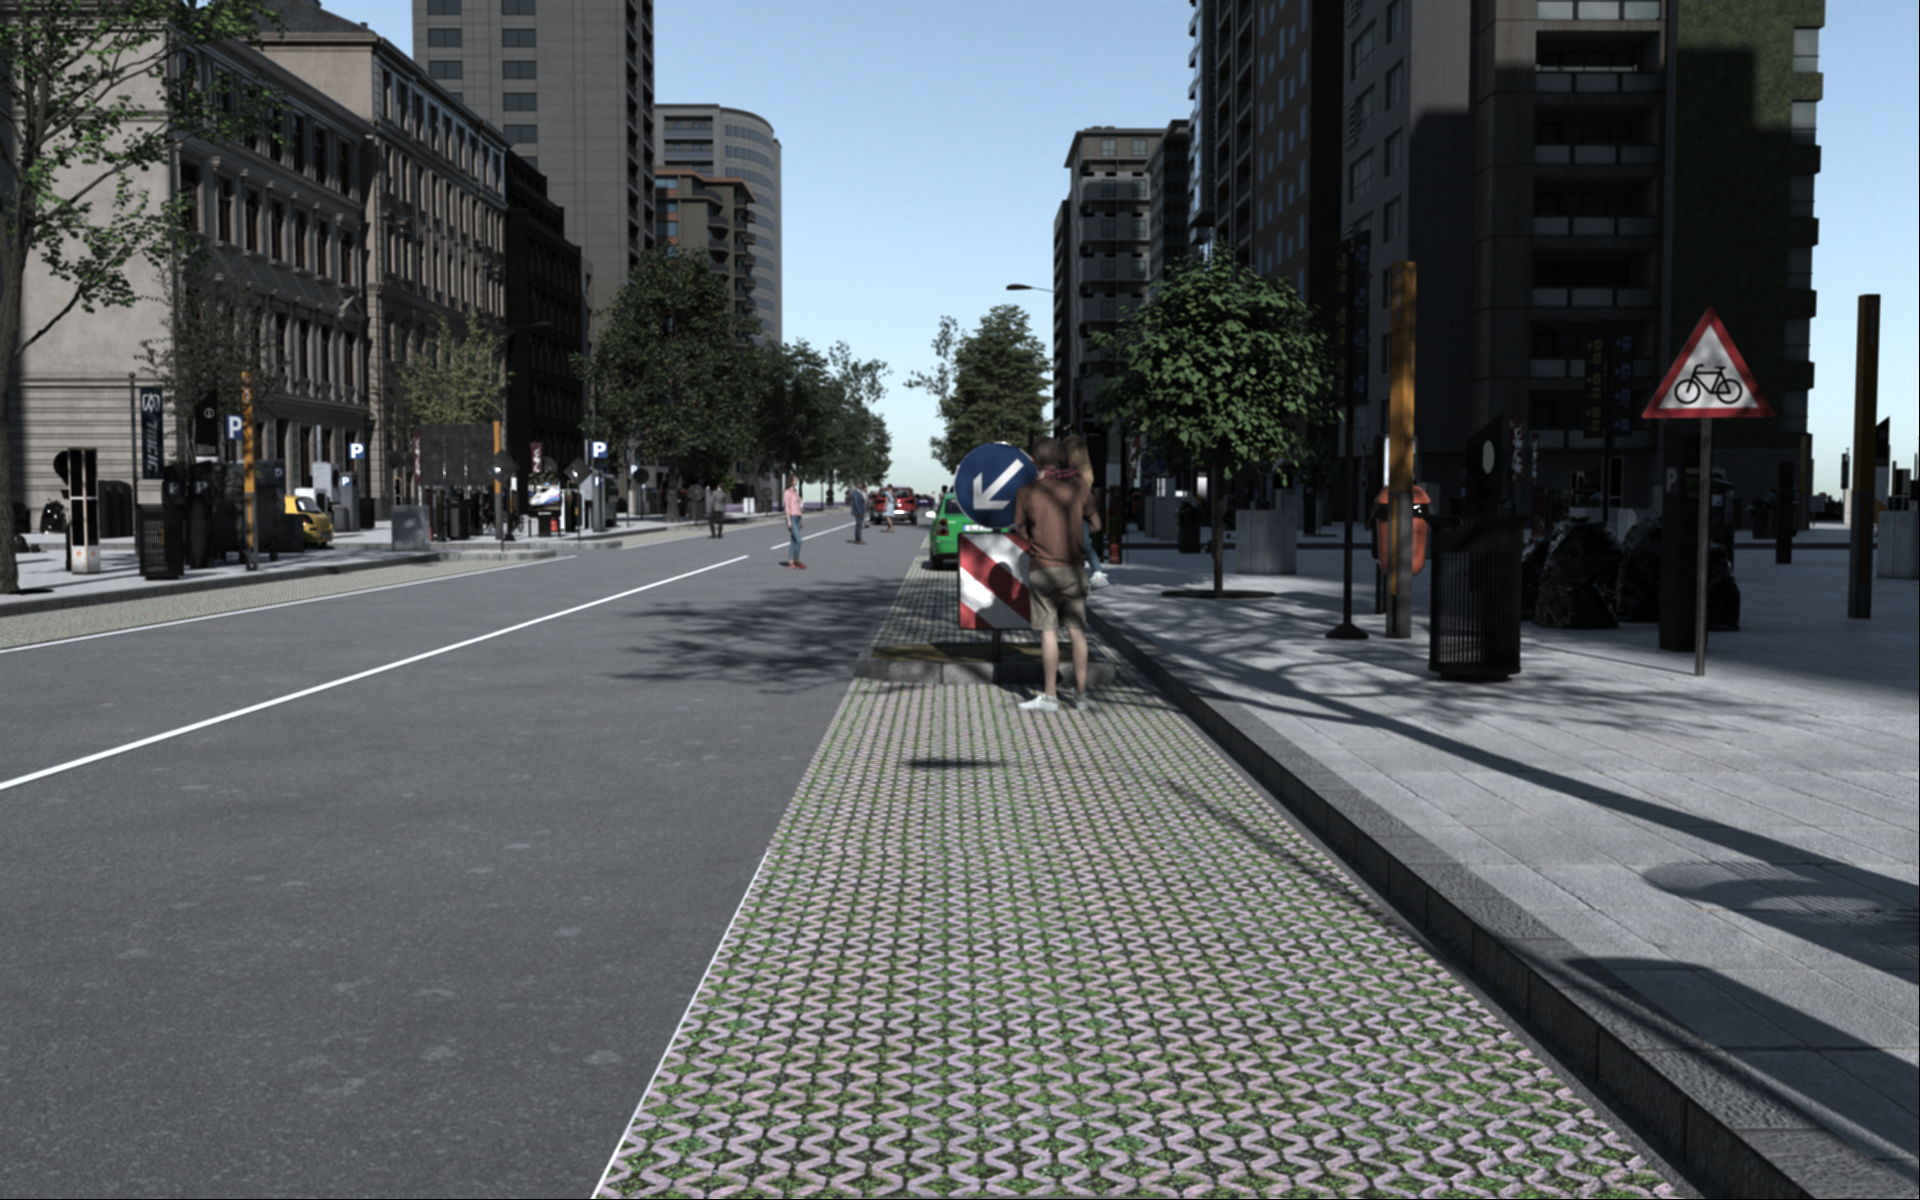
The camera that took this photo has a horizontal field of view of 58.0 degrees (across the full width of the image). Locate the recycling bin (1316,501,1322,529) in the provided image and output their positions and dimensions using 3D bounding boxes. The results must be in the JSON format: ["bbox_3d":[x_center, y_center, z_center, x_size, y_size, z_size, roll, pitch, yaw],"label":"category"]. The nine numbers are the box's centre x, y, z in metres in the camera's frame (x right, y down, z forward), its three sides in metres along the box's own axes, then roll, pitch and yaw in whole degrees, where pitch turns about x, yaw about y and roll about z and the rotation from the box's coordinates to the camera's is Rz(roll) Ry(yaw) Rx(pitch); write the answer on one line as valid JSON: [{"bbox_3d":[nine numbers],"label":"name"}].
[{"bbox_3d":[13.101,-3.187,64.659,0.722,1.027,0.722,1,4,23],"label":"recycling bin"}]

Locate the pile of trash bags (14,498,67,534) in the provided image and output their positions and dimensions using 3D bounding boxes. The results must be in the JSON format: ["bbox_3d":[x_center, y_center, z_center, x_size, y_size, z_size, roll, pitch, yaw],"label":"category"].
[{"bbox_3d":[-30.939,-2.864,56.582,3.447,1.369,1.912,-1,4,-12],"label":"pile of trash bags"}]

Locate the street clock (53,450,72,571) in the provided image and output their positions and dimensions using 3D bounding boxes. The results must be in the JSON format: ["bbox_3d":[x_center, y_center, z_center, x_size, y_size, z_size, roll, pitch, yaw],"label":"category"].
[{"bbox_3d":[-14.807,-1.488,28.895,0.471,2.002,0.358,0,4,-2],"label":"street clock"}]

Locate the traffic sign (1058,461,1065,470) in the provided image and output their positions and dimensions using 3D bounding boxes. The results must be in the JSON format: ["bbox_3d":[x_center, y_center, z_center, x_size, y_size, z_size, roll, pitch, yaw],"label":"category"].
[{"bbox_3d":[3.830,-3.997,65.458,0.768,2.556,0.104,0,4,1],"label":"traffic sign"}]

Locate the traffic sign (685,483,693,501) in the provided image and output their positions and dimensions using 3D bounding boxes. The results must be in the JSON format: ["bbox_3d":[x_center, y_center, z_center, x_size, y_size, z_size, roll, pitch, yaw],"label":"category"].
[{"bbox_3d":[-14.733,-5.827,95.278,0.884,2.594,0.081,0,4,7],"label":"traffic sign"}]

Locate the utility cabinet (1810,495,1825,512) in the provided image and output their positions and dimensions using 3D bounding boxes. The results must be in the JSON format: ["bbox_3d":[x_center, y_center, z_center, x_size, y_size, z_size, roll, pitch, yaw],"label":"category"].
[{"bbox_3d":[46.963,-5.138,95.170,1.020,1.237,0.306,0,4,-2],"label":"utility cabinet"}]

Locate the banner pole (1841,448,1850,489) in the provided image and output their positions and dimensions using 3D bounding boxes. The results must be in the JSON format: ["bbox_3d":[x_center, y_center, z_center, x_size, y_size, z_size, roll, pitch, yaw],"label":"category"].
[{"bbox_3d":[48.018,-6.360,94.000,0.401,3.779,0.863,0,4,1],"label":"banner pole"}]

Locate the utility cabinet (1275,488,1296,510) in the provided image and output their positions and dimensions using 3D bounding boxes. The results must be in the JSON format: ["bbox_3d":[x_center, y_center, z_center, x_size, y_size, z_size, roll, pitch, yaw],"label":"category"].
[{"bbox_3d":[12.955,-3.691,69.028,0.318,1.500,1.173,3,4,38],"label":"utility cabinet"}]

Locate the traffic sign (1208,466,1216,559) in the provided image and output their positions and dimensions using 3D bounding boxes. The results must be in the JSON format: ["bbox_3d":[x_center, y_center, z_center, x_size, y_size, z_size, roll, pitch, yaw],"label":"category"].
[{"bbox_3d":[5.024,-2.099,34.315,0.884,2.594,0.081,0,4,5],"label":"traffic sign"}]

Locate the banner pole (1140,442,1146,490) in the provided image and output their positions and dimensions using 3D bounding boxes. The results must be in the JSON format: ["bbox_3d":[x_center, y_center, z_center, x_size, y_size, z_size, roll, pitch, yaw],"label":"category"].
[{"bbox_3d":[8.807,-5.715,83.458,0.401,3.779,0.863,-1,4,-22],"label":"banner pole"}]

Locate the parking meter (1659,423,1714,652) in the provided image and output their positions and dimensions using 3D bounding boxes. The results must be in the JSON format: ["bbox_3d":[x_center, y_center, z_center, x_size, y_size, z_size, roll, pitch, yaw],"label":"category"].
[{"bbox_3d":[5.928,-0.516,14.143,0.255,1.863,0.399,0,4,-4],"label":"parking meter"}]

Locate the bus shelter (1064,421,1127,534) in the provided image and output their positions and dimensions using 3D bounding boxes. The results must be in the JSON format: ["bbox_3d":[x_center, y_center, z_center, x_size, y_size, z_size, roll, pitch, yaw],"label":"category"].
[{"bbox_3d":[4.511,-4.088,58.114,1.731,3.624,6.357,0,4,0],"label":"bus shelter"}]

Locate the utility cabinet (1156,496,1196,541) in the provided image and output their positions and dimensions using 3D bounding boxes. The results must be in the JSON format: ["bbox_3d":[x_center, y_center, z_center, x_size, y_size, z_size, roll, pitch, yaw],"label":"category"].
[{"bbox_3d":[5.983,-2.229,47.601,1.020,1.237,0.306,3,5,39],"label":"utility cabinet"}]

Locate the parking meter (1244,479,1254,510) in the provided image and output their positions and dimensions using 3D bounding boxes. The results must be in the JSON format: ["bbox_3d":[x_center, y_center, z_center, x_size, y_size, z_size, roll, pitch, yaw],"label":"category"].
[{"bbox_3d":[11.134,-3.731,66.719,0.255,1.863,0.399,-1,4,-18],"label":"parking meter"}]

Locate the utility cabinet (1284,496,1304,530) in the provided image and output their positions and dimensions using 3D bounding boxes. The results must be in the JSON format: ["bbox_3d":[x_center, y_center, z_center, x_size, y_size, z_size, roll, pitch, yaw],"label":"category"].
[{"bbox_3d":[11.928,-3.093,61.733,0.306,1.237,1.020,3,5,44],"label":"utility cabinet"}]

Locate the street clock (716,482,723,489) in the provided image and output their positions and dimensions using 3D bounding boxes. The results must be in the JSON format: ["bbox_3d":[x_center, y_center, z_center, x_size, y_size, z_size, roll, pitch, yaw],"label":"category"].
[{"bbox_3d":[-13.370,-5.606,96.230,0.471,2.002,0.358,-1,4,-13],"label":"street clock"}]

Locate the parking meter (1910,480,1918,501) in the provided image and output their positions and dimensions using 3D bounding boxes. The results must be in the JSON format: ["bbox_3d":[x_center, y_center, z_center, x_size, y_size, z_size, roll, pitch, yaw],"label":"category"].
[{"bbox_3d":[39.582,-4.041,71.782,0.399,1.863,0.255,-2,4,-30],"label":"parking meter"}]

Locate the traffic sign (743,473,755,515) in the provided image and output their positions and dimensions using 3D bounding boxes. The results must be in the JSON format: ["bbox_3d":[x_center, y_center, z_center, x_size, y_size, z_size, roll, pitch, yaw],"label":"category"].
[{"bbox_3d":[-12.733,-6.381,104.436,0.768,2.556,0.104,0,4,3],"label":"traffic sign"}]

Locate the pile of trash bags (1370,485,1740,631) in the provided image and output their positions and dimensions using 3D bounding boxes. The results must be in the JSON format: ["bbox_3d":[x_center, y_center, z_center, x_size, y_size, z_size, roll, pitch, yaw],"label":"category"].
[{"bbox_3d":[5.860,-0.461,17.283,3.447,1.369,1.912,1,4,13],"label":"pile of trash bags"}]

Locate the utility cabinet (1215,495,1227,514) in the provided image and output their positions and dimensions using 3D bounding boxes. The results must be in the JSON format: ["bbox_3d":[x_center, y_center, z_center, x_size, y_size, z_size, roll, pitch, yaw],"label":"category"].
[{"bbox_3d":[14.149,-4.966,92.358,1.020,1.237,0.306,2,4,29],"label":"utility cabinet"}]

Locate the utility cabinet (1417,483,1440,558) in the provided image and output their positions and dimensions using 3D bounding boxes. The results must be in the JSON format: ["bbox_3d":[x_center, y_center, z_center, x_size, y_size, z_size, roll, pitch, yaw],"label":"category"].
[{"bbox_3d":[9.221,-1.593,34.727,0.318,1.500,1.173,-1,4,-11],"label":"utility cabinet"}]

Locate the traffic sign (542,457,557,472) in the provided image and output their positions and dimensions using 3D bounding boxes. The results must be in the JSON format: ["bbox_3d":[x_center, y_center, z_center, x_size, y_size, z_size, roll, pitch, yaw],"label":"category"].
[{"bbox_3d":[-14.126,-3.610,59.133,0.768,2.556,0.104,0,4,2],"label":"traffic sign"}]

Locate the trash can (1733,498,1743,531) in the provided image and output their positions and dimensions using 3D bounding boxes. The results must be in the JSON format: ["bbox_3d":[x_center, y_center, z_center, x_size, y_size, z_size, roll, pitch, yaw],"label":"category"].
[{"bbox_3d":[26.783,-2.966,60.150,0.748,1.137,0.748,0,3,0],"label":"trash can"}]

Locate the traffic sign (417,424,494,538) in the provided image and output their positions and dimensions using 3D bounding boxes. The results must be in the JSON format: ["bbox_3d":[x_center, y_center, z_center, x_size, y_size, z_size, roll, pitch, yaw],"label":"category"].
[{"bbox_3d":[-14.657,-3.451,50.302,2.265,3.308,0.079,0,4,6],"label":"traffic sign"}]

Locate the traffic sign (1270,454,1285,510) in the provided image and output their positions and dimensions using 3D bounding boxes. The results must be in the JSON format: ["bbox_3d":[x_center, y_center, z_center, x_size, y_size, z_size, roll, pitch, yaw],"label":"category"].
[{"bbox_3d":[5.259,-1.717,29.251,0.795,2.450,0.064,0,4,4],"label":"traffic sign"}]

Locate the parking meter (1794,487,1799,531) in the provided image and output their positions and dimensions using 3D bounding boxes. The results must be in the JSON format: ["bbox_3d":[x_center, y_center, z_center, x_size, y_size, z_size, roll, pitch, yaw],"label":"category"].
[{"bbox_3d":[27.610,-3.002,57.487,0.372,1.533,0.369,0,3,0],"label":"parking meter"}]

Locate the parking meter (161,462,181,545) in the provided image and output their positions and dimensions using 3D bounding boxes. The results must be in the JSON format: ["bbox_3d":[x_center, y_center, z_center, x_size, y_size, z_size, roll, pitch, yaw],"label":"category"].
[{"bbox_3d":[-14.068,-1.547,31.005,0.399,1.863,0.255,-2,4,-25],"label":"parking meter"}]

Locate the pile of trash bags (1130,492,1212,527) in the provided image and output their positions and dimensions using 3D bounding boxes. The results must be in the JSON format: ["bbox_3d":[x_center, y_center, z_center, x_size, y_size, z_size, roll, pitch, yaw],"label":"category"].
[{"bbox_3d":[8.482,-3.634,69.166,3.447,1.369,1.912,1,4,22],"label":"pile of trash bags"}]

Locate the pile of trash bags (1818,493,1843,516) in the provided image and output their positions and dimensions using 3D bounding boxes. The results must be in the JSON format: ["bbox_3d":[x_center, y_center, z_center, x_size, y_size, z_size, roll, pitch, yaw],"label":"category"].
[{"bbox_3d":[50.762,-5.578,100.951,1.912,1.369,3.447,0,4,6],"label":"pile of trash bags"}]

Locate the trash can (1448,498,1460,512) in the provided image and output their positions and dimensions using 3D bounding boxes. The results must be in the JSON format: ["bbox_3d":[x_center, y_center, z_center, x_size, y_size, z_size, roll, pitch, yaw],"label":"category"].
[{"bbox_3d":[17.297,-2.960,60.046,0.748,1.137,0.748,0,3,0],"label":"trash can"}]

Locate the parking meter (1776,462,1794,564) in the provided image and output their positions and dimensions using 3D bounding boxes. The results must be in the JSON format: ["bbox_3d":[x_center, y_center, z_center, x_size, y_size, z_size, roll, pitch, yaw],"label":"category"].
[{"bbox_3d":[15.218,-1.605,31.953,0.255,1.863,0.399,2,4,24],"label":"parking meter"}]

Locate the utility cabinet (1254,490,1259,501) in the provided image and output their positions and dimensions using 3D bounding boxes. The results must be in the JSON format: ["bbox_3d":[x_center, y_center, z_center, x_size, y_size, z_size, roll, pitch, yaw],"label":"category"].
[{"bbox_3d":[14.303,-4.655,84.793,0.318,1.500,1.173,0,4,-6],"label":"utility cabinet"}]

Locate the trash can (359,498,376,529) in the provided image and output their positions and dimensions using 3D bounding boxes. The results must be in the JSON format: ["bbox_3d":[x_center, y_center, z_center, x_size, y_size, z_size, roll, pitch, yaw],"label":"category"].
[{"bbox_3d":[-21.644,-3.146,63.088,0.748,1.137,0.748,0,3,0],"label":"trash can"}]

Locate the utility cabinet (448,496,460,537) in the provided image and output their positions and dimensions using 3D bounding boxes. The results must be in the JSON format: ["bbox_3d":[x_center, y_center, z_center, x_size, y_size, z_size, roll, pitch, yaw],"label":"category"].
[{"bbox_3d":[-15.095,-2.480,51.717,0.306,1.237,1.020,-1,4,-14],"label":"utility cabinet"}]

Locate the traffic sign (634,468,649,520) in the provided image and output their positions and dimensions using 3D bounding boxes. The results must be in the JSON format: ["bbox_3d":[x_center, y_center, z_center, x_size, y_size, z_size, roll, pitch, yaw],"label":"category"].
[{"bbox_3d":[-15.607,-5.184,84.859,0.768,2.556,0.104,0,4,8],"label":"traffic sign"}]

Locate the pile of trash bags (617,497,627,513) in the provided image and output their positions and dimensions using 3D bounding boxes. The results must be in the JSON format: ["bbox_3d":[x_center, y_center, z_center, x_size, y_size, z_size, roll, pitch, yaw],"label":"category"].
[{"bbox_3d":[-23.673,-6.562,117.041,3.447,1.369,1.912,-3,4,-38],"label":"pile of trash bags"}]

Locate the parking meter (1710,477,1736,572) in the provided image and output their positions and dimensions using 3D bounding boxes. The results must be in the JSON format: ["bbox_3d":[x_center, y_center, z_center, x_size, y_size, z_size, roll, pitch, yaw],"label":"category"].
[{"bbox_3d":[11.329,-1.062,25.781,0.372,1.533,0.369,0,3,0],"label":"parking meter"}]

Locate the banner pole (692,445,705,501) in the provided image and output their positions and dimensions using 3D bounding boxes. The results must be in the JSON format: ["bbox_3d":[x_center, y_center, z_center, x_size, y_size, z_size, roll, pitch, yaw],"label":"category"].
[{"bbox_3d":[-13.374,-6.017,88.388,0.863,3.779,0.401,1,4,13],"label":"banner pole"}]

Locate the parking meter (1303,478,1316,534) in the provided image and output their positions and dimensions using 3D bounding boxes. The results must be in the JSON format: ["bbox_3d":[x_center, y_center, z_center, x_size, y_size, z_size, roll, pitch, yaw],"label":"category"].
[{"bbox_3d":[11.204,-3.046,55.513,0.399,1.863,0.255,1,4,22],"label":"parking meter"}]

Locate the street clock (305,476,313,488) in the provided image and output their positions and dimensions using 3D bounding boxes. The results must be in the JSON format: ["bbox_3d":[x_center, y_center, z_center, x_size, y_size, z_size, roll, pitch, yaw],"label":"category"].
[{"bbox_3d":[-25.375,-3.862,67.720,0.358,2.002,0.471,0,4,5],"label":"street clock"}]

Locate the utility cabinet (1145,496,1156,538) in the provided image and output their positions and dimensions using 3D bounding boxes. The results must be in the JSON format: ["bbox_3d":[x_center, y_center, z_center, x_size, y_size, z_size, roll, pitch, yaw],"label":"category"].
[{"bbox_3d":[5.947,-2.442,51.082,1.020,1.237,0.306,3,5,42],"label":"utility cabinet"}]

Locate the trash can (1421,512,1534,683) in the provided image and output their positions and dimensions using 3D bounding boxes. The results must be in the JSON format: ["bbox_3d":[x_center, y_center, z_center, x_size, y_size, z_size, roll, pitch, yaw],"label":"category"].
[{"bbox_3d":[3.555,-0.018,11.941,0.748,1.137,0.748,0,3,0],"label":"trash can"}]

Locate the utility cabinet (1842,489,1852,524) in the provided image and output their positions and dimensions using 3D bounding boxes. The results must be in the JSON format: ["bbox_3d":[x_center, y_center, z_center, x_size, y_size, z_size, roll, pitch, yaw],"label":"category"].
[{"bbox_3d":[37.955,-3.942,73.128,1.173,1.500,0.318,1,4,14],"label":"utility cabinet"}]

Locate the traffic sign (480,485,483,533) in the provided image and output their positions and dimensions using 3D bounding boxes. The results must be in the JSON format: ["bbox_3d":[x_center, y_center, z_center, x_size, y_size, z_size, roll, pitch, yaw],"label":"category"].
[{"bbox_3d":[-15.330,-3.385,55.449,0.768,2.556,0.104,0,4,5],"label":"traffic sign"}]

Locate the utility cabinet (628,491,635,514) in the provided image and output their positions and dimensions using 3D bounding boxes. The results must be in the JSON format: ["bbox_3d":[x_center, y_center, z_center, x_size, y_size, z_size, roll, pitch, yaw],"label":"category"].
[{"bbox_3d":[-20.866,-6.316,111.953,1.173,1.500,0.318,0,4,7],"label":"utility cabinet"}]

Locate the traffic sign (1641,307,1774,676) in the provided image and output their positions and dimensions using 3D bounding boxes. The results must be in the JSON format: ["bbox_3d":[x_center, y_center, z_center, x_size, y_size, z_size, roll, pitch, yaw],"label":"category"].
[{"bbox_3d":[5.216,-0.742,12.140,0.884,2.594,0.081,0,4,7],"label":"traffic sign"}]

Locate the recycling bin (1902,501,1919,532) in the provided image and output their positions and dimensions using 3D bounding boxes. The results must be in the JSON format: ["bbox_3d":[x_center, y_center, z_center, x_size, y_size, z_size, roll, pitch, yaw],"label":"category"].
[{"bbox_3d":[35.255,-3.121,63.576,0.722,1.027,0.722,0,4,-2],"label":"recycling bin"}]

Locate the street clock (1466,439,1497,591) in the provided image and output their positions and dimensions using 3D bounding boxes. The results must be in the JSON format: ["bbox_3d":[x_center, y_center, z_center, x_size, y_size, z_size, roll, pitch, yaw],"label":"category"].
[{"bbox_3d":[6.860,-1.117,22.836,0.358,2.002,0.471,3,5,41],"label":"street clock"}]

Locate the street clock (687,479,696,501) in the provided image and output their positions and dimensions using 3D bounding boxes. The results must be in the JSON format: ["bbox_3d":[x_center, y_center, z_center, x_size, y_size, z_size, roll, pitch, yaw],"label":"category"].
[{"bbox_3d":[-13.268,-4.958,85.625,0.358,2.002,0.471,1,4,16],"label":"street clock"}]

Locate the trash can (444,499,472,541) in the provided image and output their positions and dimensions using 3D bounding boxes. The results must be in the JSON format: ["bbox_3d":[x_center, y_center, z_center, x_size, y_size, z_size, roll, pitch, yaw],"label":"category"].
[{"bbox_3d":[-13.905,-2.223,47.997,0.748,1.137,0.748,0,3,0],"label":"trash can"}]

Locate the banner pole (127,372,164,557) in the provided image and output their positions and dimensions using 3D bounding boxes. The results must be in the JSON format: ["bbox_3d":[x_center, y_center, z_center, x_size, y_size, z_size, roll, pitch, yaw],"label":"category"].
[{"bbox_3d":[-16.833,-2.800,35.798,0.401,3.779,0.863,3,4,38],"label":"banner pole"}]

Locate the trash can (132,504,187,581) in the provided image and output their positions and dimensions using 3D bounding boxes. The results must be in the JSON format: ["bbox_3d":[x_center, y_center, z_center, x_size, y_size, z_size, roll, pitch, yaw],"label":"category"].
[{"bbox_3d":[-11.919,-0.867,25.835,0.748,1.137,0.748,0,3,0],"label":"trash can"}]

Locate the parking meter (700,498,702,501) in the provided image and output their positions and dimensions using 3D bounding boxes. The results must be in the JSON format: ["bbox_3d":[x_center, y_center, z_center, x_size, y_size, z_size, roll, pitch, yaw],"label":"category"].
[{"bbox_3d":[-15.796,-6.006,106.607,0.372,1.533,0.369,0,3,0],"label":"parking meter"}]

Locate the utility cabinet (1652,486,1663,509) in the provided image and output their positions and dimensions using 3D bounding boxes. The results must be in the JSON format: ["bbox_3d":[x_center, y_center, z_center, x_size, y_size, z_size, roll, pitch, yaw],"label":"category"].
[{"bbox_3d":[20.276,-2.475,49.137,1.173,1.500,0.318,1,4,23],"label":"utility cabinet"}]

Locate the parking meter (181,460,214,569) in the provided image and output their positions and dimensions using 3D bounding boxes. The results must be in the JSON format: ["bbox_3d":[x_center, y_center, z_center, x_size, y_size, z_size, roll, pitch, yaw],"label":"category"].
[{"bbox_3d":[-13.084,-1.473,29.788,0.399,1.863,0.255,-3,4,-39],"label":"parking meter"}]

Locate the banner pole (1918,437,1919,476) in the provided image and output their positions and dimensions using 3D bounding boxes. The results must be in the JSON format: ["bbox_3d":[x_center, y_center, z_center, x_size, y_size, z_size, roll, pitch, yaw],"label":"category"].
[{"bbox_3d":[41.630,-5.193,74.922,0.401,3.779,0.863,0,4,-3],"label":"banner pole"}]
